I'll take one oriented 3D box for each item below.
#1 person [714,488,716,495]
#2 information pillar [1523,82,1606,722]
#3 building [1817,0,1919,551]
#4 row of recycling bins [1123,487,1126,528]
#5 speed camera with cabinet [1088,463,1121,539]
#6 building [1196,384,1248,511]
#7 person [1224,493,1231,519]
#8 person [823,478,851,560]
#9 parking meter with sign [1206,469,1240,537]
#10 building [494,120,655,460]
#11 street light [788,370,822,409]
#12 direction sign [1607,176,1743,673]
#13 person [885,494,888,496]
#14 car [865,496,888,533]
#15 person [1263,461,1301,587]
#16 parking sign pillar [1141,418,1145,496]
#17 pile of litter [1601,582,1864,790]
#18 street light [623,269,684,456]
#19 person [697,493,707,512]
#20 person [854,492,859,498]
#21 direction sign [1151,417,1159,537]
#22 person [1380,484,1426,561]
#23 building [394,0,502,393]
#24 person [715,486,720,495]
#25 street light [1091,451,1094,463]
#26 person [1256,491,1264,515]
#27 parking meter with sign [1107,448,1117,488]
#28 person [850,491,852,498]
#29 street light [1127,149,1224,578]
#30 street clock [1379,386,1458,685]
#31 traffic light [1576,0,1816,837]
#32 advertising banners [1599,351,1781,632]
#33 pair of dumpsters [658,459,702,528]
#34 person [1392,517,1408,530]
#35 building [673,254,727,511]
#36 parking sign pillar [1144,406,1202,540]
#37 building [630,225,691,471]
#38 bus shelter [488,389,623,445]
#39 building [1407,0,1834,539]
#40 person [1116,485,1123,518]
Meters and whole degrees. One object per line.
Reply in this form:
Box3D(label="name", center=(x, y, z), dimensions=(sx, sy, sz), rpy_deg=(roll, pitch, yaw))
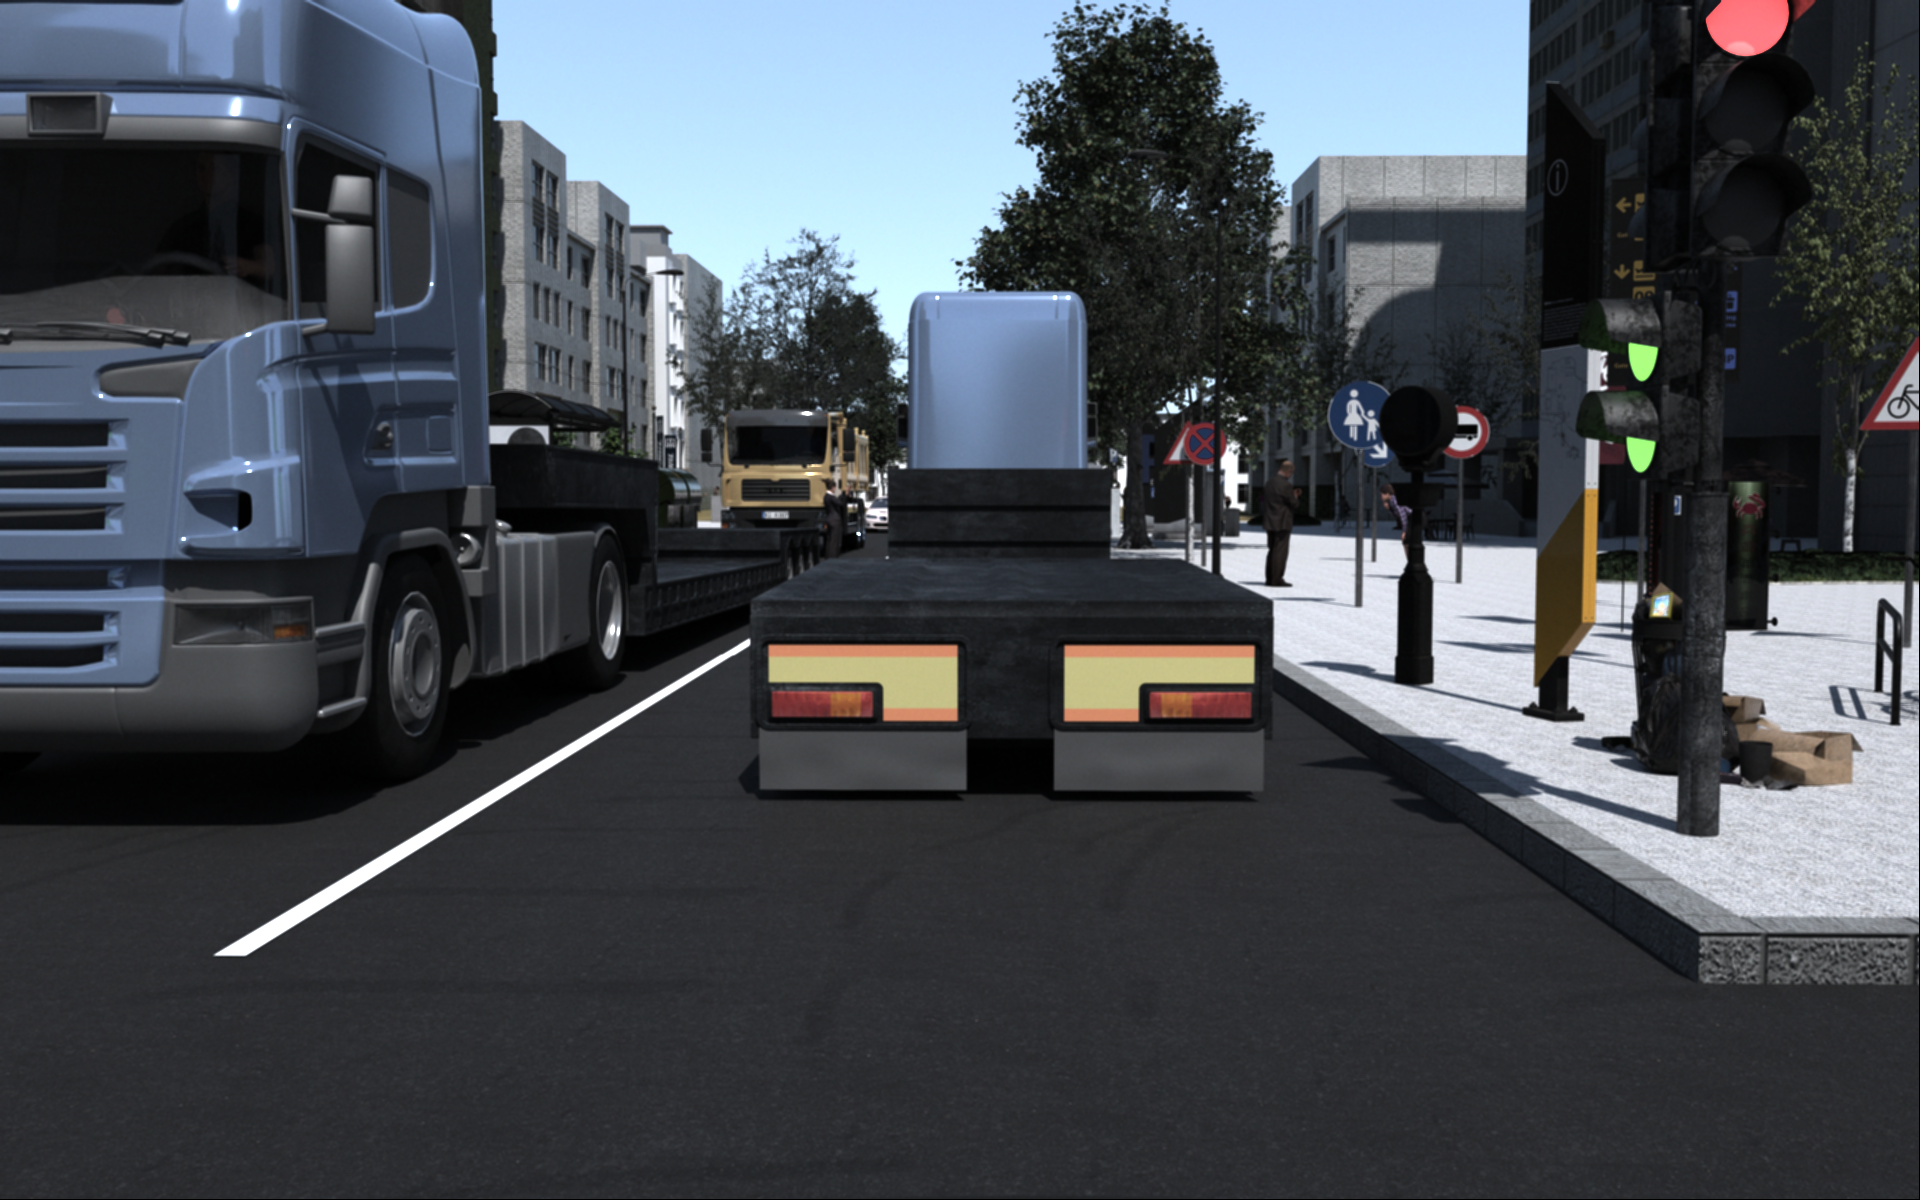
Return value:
Box3D(label="person", center=(-17.715, -7.308, 126.087), dimensions=(0.434, 1.755, 0.990), rpy_deg=(-1, 4, -11))
Box3D(label="information pillar", center=(3.418, -1.124, 9.738), dimensions=(0.183, 3.616, 0.504), rpy_deg=(-1, 4, -13))
Box3D(label="building", center=(31.905, -29.588, 25.762), dimensions=(28.212, 58.520, 21.231), rpy_deg=(0, 4, 1))
Box3D(label="row of recycling bins", center=(6.529, -3.433, 63.250), dimensions=(1.069, 1.692, 3.534), rpy_deg=(0, 4, 2))
Box3D(label="speed camera with cabinet", center=(4.031, -3.432, 50.455), dimensions=(0.660, 3.252, 2.038), rpy_deg=(-1, 4, -18))
Box3D(label="building", center=(23.852, -11.484, 129.907), dimensions=(9.099, 9.664, 28.070), rpy_deg=(0, 4, 1))
Box3D(label="person", center=(13.682, -4.904, 89.418), dimensions=(0.628, 1.438, 0.799), rpy_deg=(1, 4, 10))
Box3D(label="person", center=(-2.242, -1.395, 32.109), dimensions=(0.742, 1.727, 0.445), rpy_deg=(2, 4, 32))
Box3D(label="parking meter with sign", center=(7.611, -3.431, 52.360), dimensions=(1.738, 3.016, 0.543), rpy_deg=(2, 4, 33))
Box3D(label="building", center=(-28.729, -14.172, 98.162), dimensions=(16.747, 18.905, 31.486), rpy_deg=(0, 4, 1))
Box3D(label="street light", center=(-5.871, -5.660, 65.074), dimensions=(1.470, 5.913, 1.316), rpy_deg=(0, 4, 1))
Box3D(label="direction sign", center=(5.078, -1.246, 12.361), dimensions=(0.876, 3.537, 0.379), rpy_deg=(2, 4, 25))
Box3D(label="person", center=(-3.114, -4.135, 76.632), dimensions=(0.617, 1.759, 0.750), rpy_deg=(1, 4, 16))
Box3D(label="car", center=(-2.580, -3.265, 65.745), dimensions=(2.083, 1.381, 4.827), rpy_deg=(0, 4, 2))
Box3D(label="person", center=(4.487, -1.059, 24.050), dimensions=(0.565, 1.739, 0.600), rpy_deg=(3, 5, 41))
Box3D(label="parking sign pillar", center=(6.291, -4.185, 56.904), dimensions=(1.447, 3.967, 1.447), rpy_deg=(-2, 4, -30))
Box3D(label="pile of litter", center=(3.703, 0.344, 8.338), dimensions=(1.176, 0.858, 1.719), rpy_deg=(2, 4, 25))
Box3D(label="street light", center=(-6.402, -3.877, 35.923), dimensions=(1.470, 5.913, 1.316), rpy_deg=(0, 4, 1))
Box3D(label="person", center=(-18.320, -7.115, 122.903), dimensions=(0.750, 1.759, 0.617), rpy_deg=(-1, 4, -10))
Box3D(label="person", center=(-7.181, -6.888, 119.442), dimensions=(0.721, 1.735, 1.217), rpy_deg=(-1, 4, -11))
Box3D(label="direction sign", center=(5.862, -3.628, 51.308), dimensions=(0.379, 3.537, 0.876), rpy_deg=(1, 4, 9))
Box3D(label="person", center=(6.726, -1.042, 26.312), dimensions=(0.697, 1.427, 0.421), rpy_deg=(1, 4, 9))
Box3D(label="building", center=(-27.159, -18.147, 68.406), dimensions=(14.160, 30.474, 14.107), rpy_deg=(0, 4, 1))
Box3D(label="person", center=(-17.286, -7.162, 123.143), dimensions=(0.705, 1.823, 1.348), rpy_deg=(-1, 4, -20))
Box3D(label="street light", center=(3.505, -4.907, 52.773), dimensions=(1.470, 5.913, 1.316), rpy_deg=(0, 4, 1))
Box3D(label="person", center=(17.594, -5.587, 100.617), dimensions=(0.599, 1.433, 0.991), rpy_deg=(-3, 5, -43))
Box3D(label="parking meter with sign", center=(5.084, -4.243, 65.631), dimensions=(1.738, 3.016, 0.543), rpy_deg=(3, 5, 39))
Box3D(label="person", center=(-8.880, -8.211, 140.735), dimensions=(0.683, 1.767, 0.568), rpy_deg=(0, 4, -5))
Box3D(label="street light", center=(2.960, -3.118, 23.517), dimensions=(1.470, 5.913, 1.316), rpy_deg=(0, 4, 1))
Box3D(label="street clock", center=(3.078, -0.435, 11.679), dimensions=(0.471, 2.002, 0.358), rpy_deg=(3, 5, 45))
Box3D(label="traffic light", center=(2.772, -1.071, 6.436), dimensions=(0.839, 4.253, 0.868), rpy_deg=(0, 4, 1))
Box3D(label="advertising banners", center=(6.664, -1.217, 16.093), dimensions=(2.074, 3.025, 0.090), rpy_deg=(-1, 4, -9))
Box3D(label="pair of dumpsters", center=(-7.970, -2.663, 46.041), dimensions=(1.574, 2.255, 4.437), rpy_deg=(0, 4, 1))
Box3D(label="person", center=(15.993, -2.939, 62.389), dimensions=(0.655, 0.850, 0.859), rpy_deg=(-1, 4, -11))
Box3D(label="building", center=(-35.591, -16.500, 136.240), dimensions=(31.486, 18.905, 16.747), rpy_deg=(0, 4, 1))
Box3D(label="parking sign pillar", center=(6.157, -3.695, 48.883), dimensions=(1.447, 3.967, 1.447), rpy_deg=(1, 4, 19))
Box3D(label="building", center=(-27.374, -16.109, 119.800), dimensions=(16.016, 20.091, 11.380), rpy_deg=(0, 4, 1))
Box3D(label="bus shelter", center=(-8.663, -2.593, 36.316), dimensions=(2.014, 3.302, 5.546), rpy_deg=(0, 4, 1))
Box3D(label="building", center=(32.832, -22.322, 56.839), dimensions=(32.217, 40.220, 23.993), rpy_deg=(0, 4, 1))
Box3D(label="person", center=(8.572, -5.367, 93.927), dimensions=(0.705, 1.807, 1.348), rpy_deg=(-2, 4, -25))
